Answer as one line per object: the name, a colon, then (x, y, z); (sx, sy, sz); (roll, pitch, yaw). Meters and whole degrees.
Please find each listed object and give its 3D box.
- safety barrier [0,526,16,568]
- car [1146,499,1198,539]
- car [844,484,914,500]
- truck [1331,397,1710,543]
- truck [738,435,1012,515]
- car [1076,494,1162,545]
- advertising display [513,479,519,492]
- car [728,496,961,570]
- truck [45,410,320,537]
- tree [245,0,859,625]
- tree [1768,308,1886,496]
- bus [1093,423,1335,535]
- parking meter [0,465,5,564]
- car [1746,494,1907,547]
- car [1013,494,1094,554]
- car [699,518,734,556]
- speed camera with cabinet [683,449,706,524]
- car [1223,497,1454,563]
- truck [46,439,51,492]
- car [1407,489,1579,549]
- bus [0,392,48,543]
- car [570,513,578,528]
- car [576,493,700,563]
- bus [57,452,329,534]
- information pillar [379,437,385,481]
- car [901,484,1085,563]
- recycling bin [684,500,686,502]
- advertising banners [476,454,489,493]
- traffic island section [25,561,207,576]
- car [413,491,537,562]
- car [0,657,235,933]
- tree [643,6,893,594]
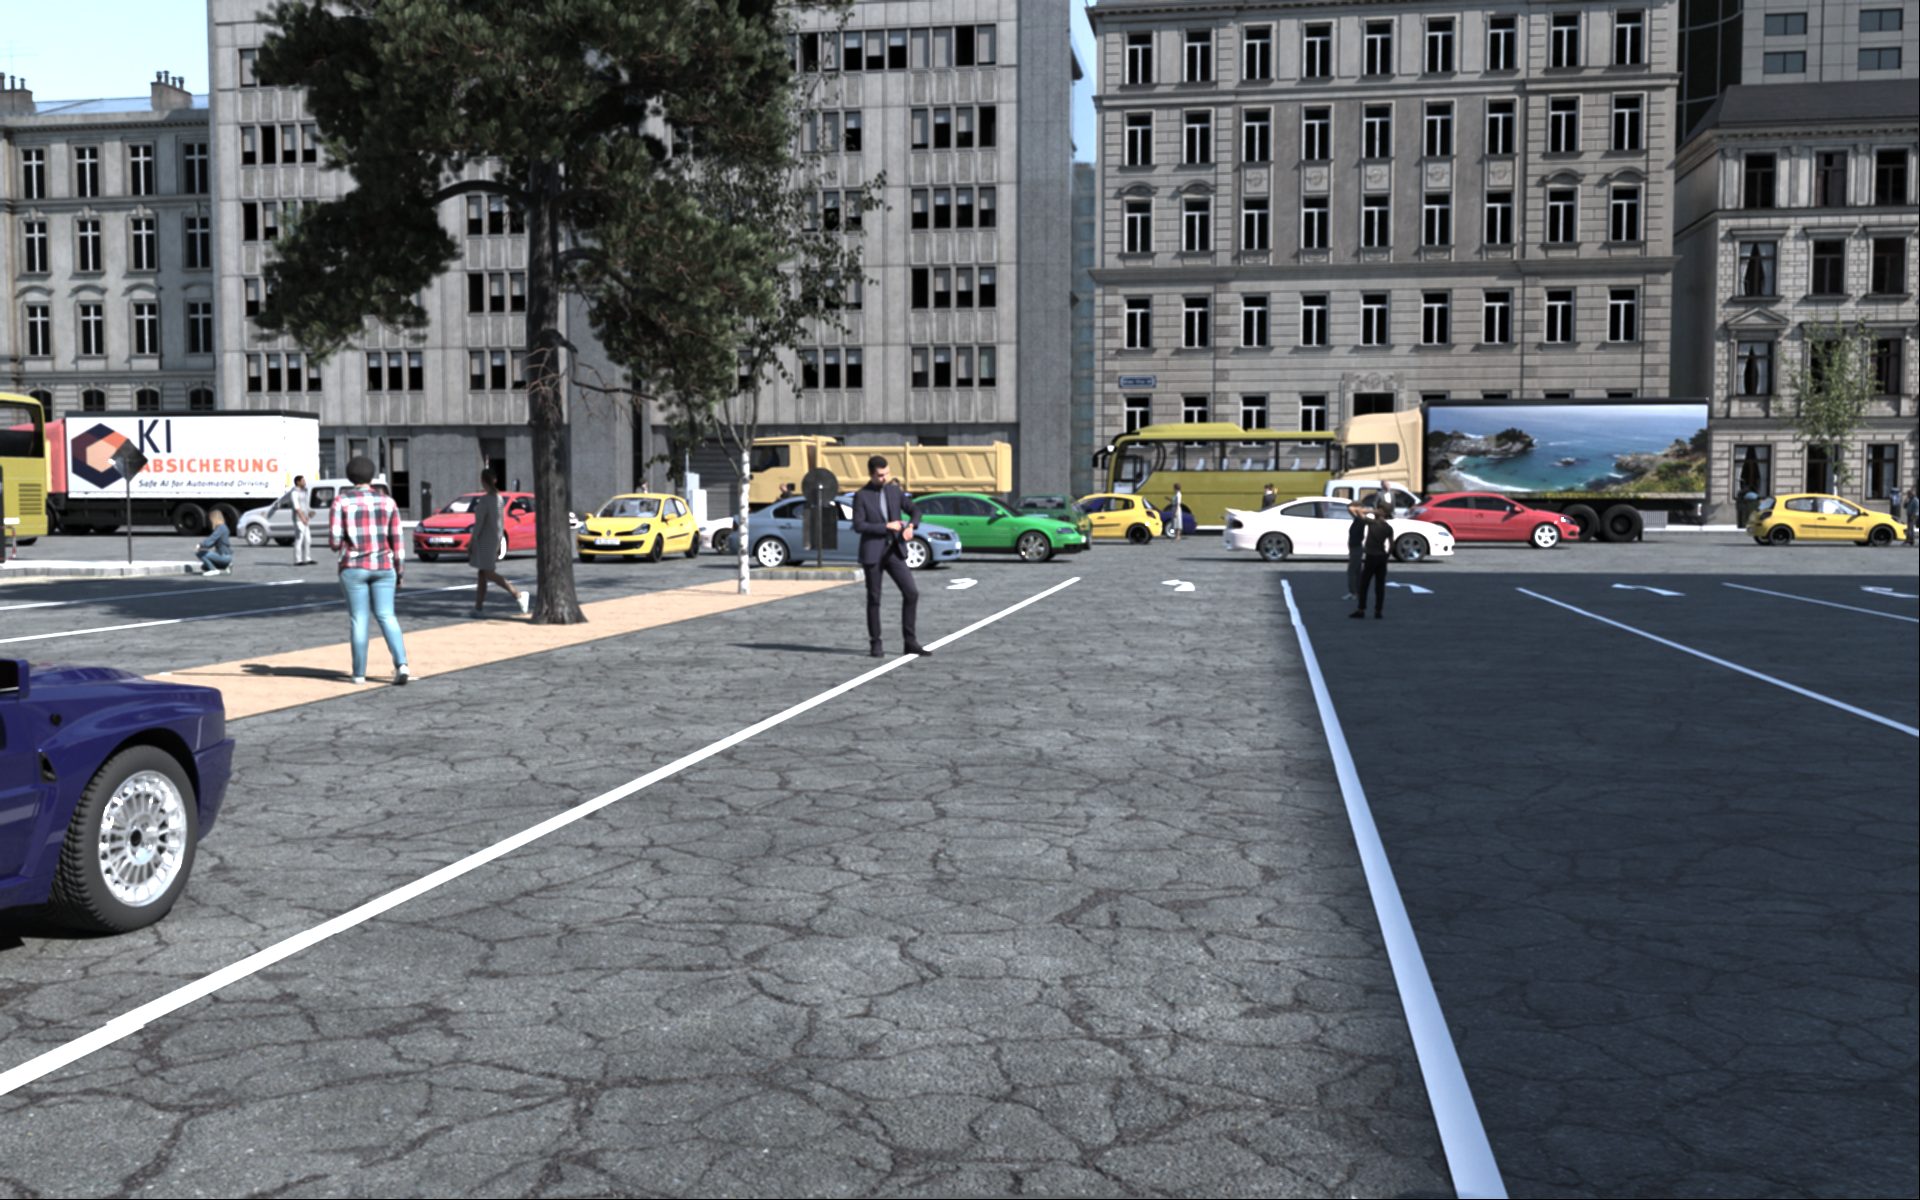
safety barrier: (-16.847, -0.971, 30.151); (0.300, 0.817, 1.120); (1, 4, 10)
car: (5.731, -2.662, 56.103); (3.894, 1.354, 1.945); (0, 4, 8)
car: (-2.801, -2.347, 47.973); (3.694, 1.707, 1.945); (1, 4, 11)
truck: (16.231, -3.863, 52.071); (11.283, 4.237, 2.839); (1, 4, 9)
truck: (-3.279, -3.782, 57.765); (9.791, 3.379, 3.469); (1, 4, 9)
car: (3.820, -2.428, 49.920); (3.980, 1.641, 2.015); (1, 4, 11)
advertising display: (-19.491, -4.334, 76.068); (0.123, 1.923, 0.974); (-2, 4, -25)
car: (-2.216, -1.315, 33.503); (4.499, 1.417, 2.014); (1, 4, 9)
truck: (-27.800, -4.312, 59.416); (11.283, 4.237, 2.839); (0, 4, 8)
tree: (-4.537, -5.765, 18.769); (6.751, 12.117, 7.091); (0, 3, 0)
tree: (34.049, -7.172, 67.624); (4.737, 8.622, 4.395); (0, 3, 0)
bus: (10.851, -4.187, 60.002); (12.252, 3.916, 2.896); (1, 4, 11)
parking meter: (-17.793, -1.603, 31.922); (0.255, 1.863, 0.399); (-1, 4, -19)
car: (23.973, -2.305, 47.916); (3.980, 1.641, 2.015); (1, 4, 10)
car: (2.203, -1.918, 43.159); (2.131, 1.459, 4.920); (1, 4, 11)
car: (-3.833, -1.747, 40.926); (4.827, 1.381, 2.083); (1, 4, 10)
speed camera with cabinet: (-11.347, -4.880, 74.127); (0.660, 3.252, 2.038); (-1, 4, -20)
car: (8.052, -1.505, 36.973); (4.827, 1.381, 2.083); (1, 4, 9)
truck: (-33.204, -3.520, 53.479); (9.791, 3.379, 3.469); (1, 4, 10)
car: (14.182, -2.275, 46.230); (4.494, 1.783, 2.155); (1, 4, 12)
bus: (-25.778, -2.777, 36.957); (12.252, 3.916, 2.896); (1, 4, 10)
car: (-16.701, -3.204, 64.749); (4.827, 1.381, 2.083); (1, 4, 9)
car: (-6.926, -1.661, 37.384); (2.015, 1.641, 3.980); (1, 4, 9)
bus: (-28.871, -4.166, 62.981); (13.247, 3.499, 2.948); (1, 4, 10)
information pillar: (-23.617, -4.860, 70.820); (0.183, 3.616, 0.504); (0, 4, -3)
car: (0.308, -1.718, 36.892); (4.718, 1.807, 1.959); (1, 4, 11)
recycling bin: (-17.122, -5.920, 109.338); (0.722, 1.027, 0.722); (0, 4, -3)
advertising banners: (-20.731, -4.839, 75.305); (0.090, 3.025, 2.074); (0, 4, 0)
traffic island section: (-15.056, -0.557, 31.386); (2.009, 0.180, 2.903); (1, 4, 10)
car: (-10.323, -1.771, 38.004); (2.155, 1.783, 4.494); (1, 4, 11)
car: (-3.729, 0.484, 4.668); (1.945, 1.354, 3.894); (1, 4, 11)
tree: (-3.067, -4.398, 24.729); (4.360, 8.622, 3.978); (0, 3, 0)
